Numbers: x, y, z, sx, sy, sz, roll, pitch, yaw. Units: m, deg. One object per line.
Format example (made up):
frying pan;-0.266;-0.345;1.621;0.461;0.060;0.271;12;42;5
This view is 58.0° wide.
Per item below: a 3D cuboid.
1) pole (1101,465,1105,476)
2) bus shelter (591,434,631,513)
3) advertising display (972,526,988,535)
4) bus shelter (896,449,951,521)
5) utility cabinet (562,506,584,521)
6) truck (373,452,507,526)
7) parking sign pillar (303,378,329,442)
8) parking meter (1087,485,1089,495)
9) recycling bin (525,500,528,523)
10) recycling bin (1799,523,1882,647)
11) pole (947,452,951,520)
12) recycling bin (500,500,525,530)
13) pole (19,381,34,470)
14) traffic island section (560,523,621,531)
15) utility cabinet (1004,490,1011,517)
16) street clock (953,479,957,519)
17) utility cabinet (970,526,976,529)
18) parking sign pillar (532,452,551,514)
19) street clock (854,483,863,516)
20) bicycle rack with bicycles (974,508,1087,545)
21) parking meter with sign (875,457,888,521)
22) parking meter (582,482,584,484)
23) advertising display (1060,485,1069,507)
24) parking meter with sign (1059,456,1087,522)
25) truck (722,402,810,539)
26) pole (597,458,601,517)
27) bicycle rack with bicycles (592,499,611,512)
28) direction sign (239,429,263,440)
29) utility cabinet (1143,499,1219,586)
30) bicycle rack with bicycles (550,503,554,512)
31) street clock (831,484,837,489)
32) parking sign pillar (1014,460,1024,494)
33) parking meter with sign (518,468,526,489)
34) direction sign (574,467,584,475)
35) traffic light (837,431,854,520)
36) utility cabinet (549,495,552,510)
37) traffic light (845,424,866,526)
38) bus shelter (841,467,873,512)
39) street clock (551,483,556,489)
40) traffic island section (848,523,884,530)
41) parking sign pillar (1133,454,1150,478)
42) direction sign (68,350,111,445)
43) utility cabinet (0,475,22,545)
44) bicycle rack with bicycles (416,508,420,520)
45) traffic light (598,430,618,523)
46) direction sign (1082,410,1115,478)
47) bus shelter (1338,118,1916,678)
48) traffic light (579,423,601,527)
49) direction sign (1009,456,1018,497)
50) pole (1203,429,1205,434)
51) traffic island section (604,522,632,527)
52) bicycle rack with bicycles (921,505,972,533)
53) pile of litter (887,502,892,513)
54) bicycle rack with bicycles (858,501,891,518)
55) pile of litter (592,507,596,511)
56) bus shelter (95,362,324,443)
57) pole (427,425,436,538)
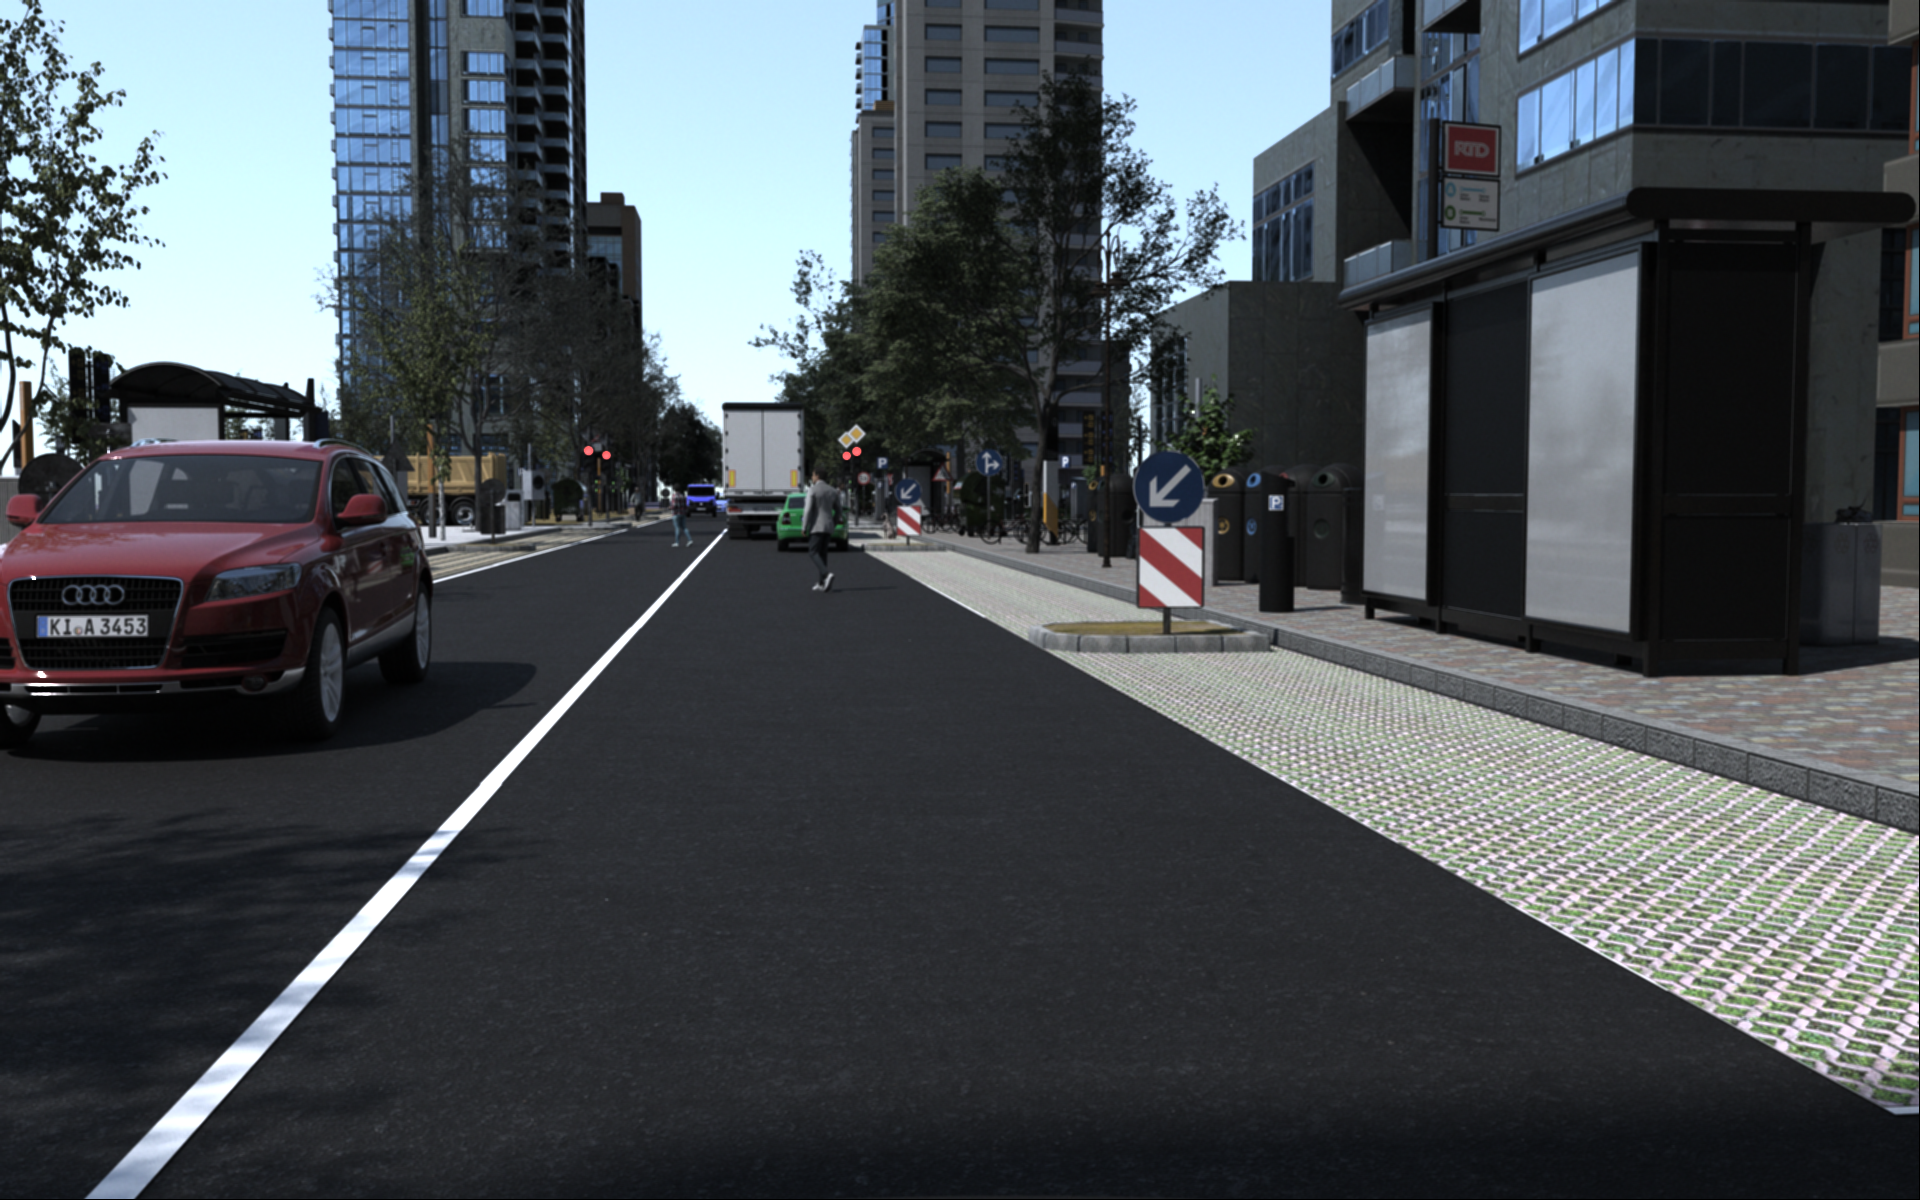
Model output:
pole;4.196;-3.457;50.367;0.158;3.312;0.155;0;3;0
bus shelter;-23.930;-8.624;118.632;2.179;5.291;8.768;0;4;-7
advertising display;0.664;-3.031;54.769;0.123;1.923;0.974;2;4;35
bus shelter;-1.728;-5.269;80.079;2.014;3.302;5.546;0;4;-7
utility cabinet;-18.476;-4.509;82.405;1.173;1.500;0.318;1;4;17
truck;-23.906;-4.626;71.562;9.791;3.379;3.469;0;4;-5
parking sign pillar;-15.226;-3.209;40.938;1.447;3.967;1.447;-2;4;-26
parking meter;7.519;-5.950;102.989;0.255;1.863;0.399;-2;4;-34
recycling bin;-19.554;-3.907;76.425;0.722;1.027;0.722;3;4;39
recycling bin;7.407;-0.147;14.960;0.722;1.027;0.722;-2;4;-25
pole;-0.539;-5.522;84.131;0.158;3.312;0.155;0;3;0
recycling bin;-16.006;-3.008;61.730;0.722;1.027;0.722;-1;4;-10
pole;-16.868;-2.294;31.354;0.158;3.312;0.155;0;3;0
traffic island section;-14.595;-2.813;68.273;2.009;0.180;2.903;0;4;-7
utility cabinet;2.258;-5.403;97.018;1.173;1.500;0.318;-2;4;-26
street clock;-0.142;-4.958;85.636;0.358;2.002;0.471;-3;4;-36
utility cabinet;0.608;-3.211;63.667;0.306;1.237;1.020;1;4;13
parking sign pillar;-26.761;-7.441;110.140;1.447;3.967;1.447;0;4;8
street clock;-5.845;-5.815;99.647;0.471;2.002;0.358;0;4;-2
bicycle rack with bicycles;2.265;-1.933;44.990;2.925;0.926;2.852;1;4;22
parking meter with sign;-3.806;-5.294;82.820;0.543;3.016;1.738;-1;4;-9
parking meter;-18.258;-4.728;83.019;0.399;1.863;0.255;1;4;13
advertising display;7.210;-6.983;119.393;0.123;1.923;0.974;3;4;37
parking meter with sign;5.516;-5.115;79.892;1.738;3.016;0.543;-3;4;-37
truck;-6.499;-4.257;58.520;2.839;4.237;11.283;0;4;-5
pole;-20.418;-6.372;98.018;0.158;3.312;0.155;0;3;0
bicycle rack with bicycles;-25.956;-6.875;125.785;2.852;0.926;2.925;0;4;-5
direction sign;-24.541;-4.161;60.033;0.876;3.537;0.379;1;4;12
utility cabinet;3.094;-0.804;24.313;1.020;1.237;0.306;1;4;22
bicycle rack with bicycles;-30.936;-6.818;124.848;2.925;0.926;2.852;0;4;5
street clock;-9.346;-7.577;128.458;0.471;2.002;0.358;3;5;44
parking sign pillar;4.557;-8.928;134.450;1.447;3.967;1.447;-1;4;-19
parking meter with sign;-29.032;-7.321;115.967;0.543;3.016;1.738;0;4;5
direction sign;-31.319;-9.196;142.345;0.876;3.537;0.379;1;4;9
traffic light;-5.084;-5.405;77.292;0.839;4.253;0.868;0;4;-7
utility cabinet;-32.918;-7.736;137.637;1.020;1.237;0.306;2;4;24
traffic light;-4.164;-4.920;69.360;0.839;4.253;0.868;0;4;-7
bus shelter;-7.384;-7.955;123.994;2.014;3.302;5.546;0;4;-7
street clock;-26.115;-6.557;111.784;0.358;2.002;0.471;3;5;42
traffic island section;-4.123;-2.887;69.479;2.009;0.180;2.903;0;4;-7
parking sign pillar;13.167;-8.359;125.134;1.447;3.967;1.447;1;4;19
direction sign;-13.842;-2.179;27.624;0.379;3.537;0.876;1;4;13
utility cabinet;-11.161;-0.717;20.406;1.173;1.500;0.318;-1;4;-17
bicycle rack with bicycles;-26.876;-4.420;85.642;2.852;0.926;2.925;2;4;35
traffic light;-15.474;-5.331;76.075;0.839;4.253;0.868;0;4;-7
direction sign;3.742;-3.371;47.110;0.876;3.537;0.379;-1;4;-18
bus shelter;5.107;-2.362;16.254;2.179;5.291;8.768;0;4;-6
traffic light;-14.554;-4.845;68.143;0.839;4.253;0.868;0;4;-7
direction sign;3.071;-6.823;103.552;0.876;3.537;0.379;-2;4;-28
pole;7.012;-3.398;49.401;0.158;3.312;0.155;0;3;0
traffic island section;-15.515;-3.298;76.205;2.009;0.180;2.903;0;4;-7
bicycle rack with bicycles;0.077;-2.702;57.562;2.925;0.926;2.852;0;4;-6
pile of litter;-4.495;-6.234;115.891;1.176;0.858;1.719;0;4;1
bicycle rack with bicycles;-3.934;-4.930;93.982;2.852;0.926;2.925;-2;4;-32
pile of litter;-28.021;-7.405;135.042;1.719;0.858;1.176;0;4;-7
bus shelter;-12.459;-2.161;29.250;2.014;3.302;5.546;0;4;-6
pole;-15.517;-3.488;50.865;0.158;3.312;0.155;0;3;0
